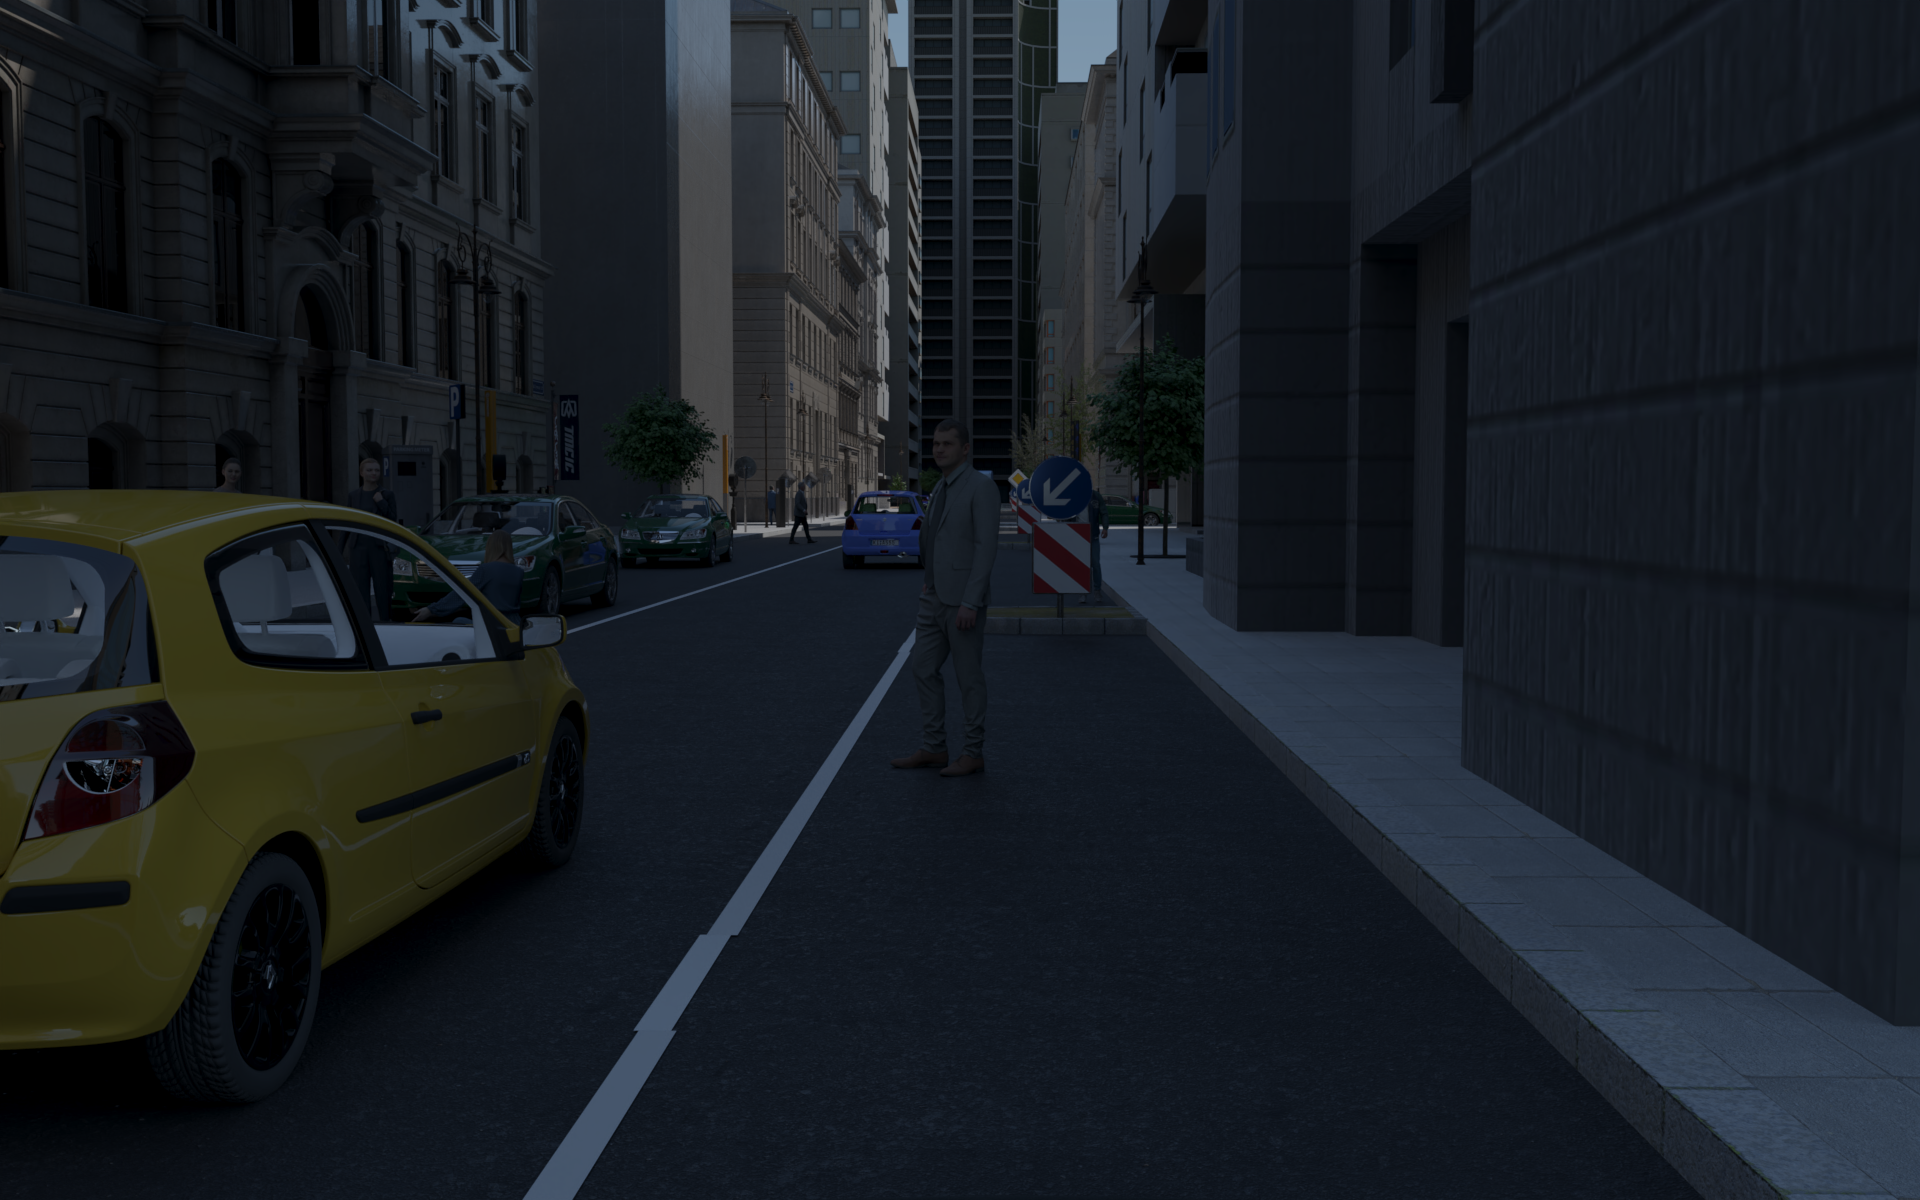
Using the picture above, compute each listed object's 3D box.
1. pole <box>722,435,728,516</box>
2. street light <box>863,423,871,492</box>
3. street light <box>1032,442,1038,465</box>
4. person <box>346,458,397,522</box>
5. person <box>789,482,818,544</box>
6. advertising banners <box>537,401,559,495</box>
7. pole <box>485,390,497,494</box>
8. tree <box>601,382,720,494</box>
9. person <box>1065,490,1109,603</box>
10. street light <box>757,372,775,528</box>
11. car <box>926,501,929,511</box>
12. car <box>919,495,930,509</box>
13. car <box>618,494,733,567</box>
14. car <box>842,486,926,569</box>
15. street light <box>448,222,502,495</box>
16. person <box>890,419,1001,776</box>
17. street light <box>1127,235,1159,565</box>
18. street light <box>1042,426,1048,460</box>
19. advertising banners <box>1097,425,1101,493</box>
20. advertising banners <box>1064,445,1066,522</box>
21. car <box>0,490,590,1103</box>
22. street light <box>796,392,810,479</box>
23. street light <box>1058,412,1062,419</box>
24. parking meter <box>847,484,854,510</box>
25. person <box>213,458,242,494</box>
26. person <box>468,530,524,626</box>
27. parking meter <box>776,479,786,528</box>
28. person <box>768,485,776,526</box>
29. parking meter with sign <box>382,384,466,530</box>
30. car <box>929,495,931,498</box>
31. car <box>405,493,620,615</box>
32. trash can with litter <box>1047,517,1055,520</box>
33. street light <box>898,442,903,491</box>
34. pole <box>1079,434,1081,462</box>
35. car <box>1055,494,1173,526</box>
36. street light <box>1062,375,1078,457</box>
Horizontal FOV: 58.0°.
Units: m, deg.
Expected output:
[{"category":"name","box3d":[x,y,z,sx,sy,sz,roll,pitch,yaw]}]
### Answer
[{"category":"pole","box3d":[-8.097,-4.033,59.781,0.158,3.312,0.155,0,3,0]},{"category":"street light","box3d":[-6.010,-8.565,112.828,0.468,5.910,1.993,0,4,2]},{"category":"street light","box3d":[6.537,-10.889,150.820,0.468,5.910,1.993,0,4,2]},{"category":"person","box3d":[-5.684,-0.473,16.662,0.576,1.772,0.534,-2,4,-26]},{"category":"person","box3d":[-4.496,-2.494,49.680,0.834,1.777,0.661,0,4,-5]},{"category":"advertising banners","box3d":[-7.646,-2.206,32.261,0.090,3.025,2.074,0,4,-3]},{"category":"pole","box3d":[-9.243,-2.467,34.173,0.158,3.312,0.155,0,3,0]},{"category":"tree","box3d":[-8.668,-4.079,50.403,4.285,4.588,4.351,0,3,0]},{"category":"person","box3d":[1.646,-0.859,22.895,0.623,1.781,0.721,0,4,-1]},{"category":"street light","box3d":[-7.338,-5.674,65.551,0.468,5.910,1.993,0,4,2]},{"category":"car","box3d":[-0.659,-4.679,85.302,1.959,1.807,4.718,0,4,3]},{"category":"car","box3d":[-3.027,-7.450,134.392,1.945,1.354,3.894,0,4,0]},{"category":"car","box3d":[-5.742,-1.443,35.394,2.131,1.459,4.920,0,4,0]},{"category":"car","box3d":[-1.383,-1.525,34.528,1.945,1.707,3.694,0,4,1]},{"category":"street light","box3d":[-8.296,-3.486,29.782,0.468,5.910,1.993,0,4,2]},{"category":"person","box3d":[-0.028,-0.018,8.901,0.391,1.810,0.635,-3,4,-39]},{"category":"street light","box3d":[3.276,-3.574,31.225,0.468,5.910,1.993,0,4,2]},{"category":"street light","box3d":[5.628,-8.684,114.775,0.468,5.910,1.993,0,4,2]},{"category":"advertising banners","box3d":[3.530,-2.935,44.178,0.090,3.025,2.074,0,4,4]},{"category":"advertising banners","box3d":[3.723,-3.999,61.567,0.090,3.025,2.074,0,4,3]},{"category":"car","box3d":[-2.403,0.287,5.531,2.015,1.641,3.980,0,4,2]},{"category":"street light","box3d":[-6.982,-6.384,77.168,0.468,5.910,1.993,0,4,2]},{"category":"street light","box3d":[4.703,-6.470,78.576,0.468,5.910,1.993,0,4,2]},{"category":"parking meter","box3d":[-6.533,-5.986,103.581,0.255,1.863,0.399,2,4,30]},{"category":"person","box3d":[-7.045,-0.484,16.747,0.374,1.781,0.599,1,4,13]},{"category":"person","box3d":[-3.808,0.019,13.693,1.012,1.151,0.738,-3,5,-41]},{"category":"parking meter","box3d":[-6.856,-3.700,66.209,0.255,1.863,0.399,-2,4,-33]},{"category":"person","box3d":[-7.866,-3.932,72.974,0.721,1.800,0.419,0,4,3]},{"category":"parking meter with sign","box3d":[-8.687,-1.892,27.194,1.738,3.016,0.543,-2,4,-34]},{"category":"car","box3d":[-2.160,-9.318,161.947,1.945,1.707,3.694,0,4,1]},{"category":"car","box3d":[-5.378,-0.547,20.748,2.131,1.459,4.920,0,4,2]},{"category":"trash can with litter","box3d":[4.744,-4.591,86.446,0.624,1.170,1.055,-2,4,-30]},{"category":"street light","box3d":[-5.052,-10.744,148.457,0.468,5.910,1.993,0,4,2]},{"category":"pole","box3d":[3.982,-3.952,58.458,0.158,3.312,0.155,0,3,0]},{"category":"car","box3d":[6.395,-3.681,71.978,4.920,1.459,2.131,0,4,1]},{"category":"street light","box3d":[4.342,-5.798,67.592,0.468,5.910,1.993,0,4,2]}]
